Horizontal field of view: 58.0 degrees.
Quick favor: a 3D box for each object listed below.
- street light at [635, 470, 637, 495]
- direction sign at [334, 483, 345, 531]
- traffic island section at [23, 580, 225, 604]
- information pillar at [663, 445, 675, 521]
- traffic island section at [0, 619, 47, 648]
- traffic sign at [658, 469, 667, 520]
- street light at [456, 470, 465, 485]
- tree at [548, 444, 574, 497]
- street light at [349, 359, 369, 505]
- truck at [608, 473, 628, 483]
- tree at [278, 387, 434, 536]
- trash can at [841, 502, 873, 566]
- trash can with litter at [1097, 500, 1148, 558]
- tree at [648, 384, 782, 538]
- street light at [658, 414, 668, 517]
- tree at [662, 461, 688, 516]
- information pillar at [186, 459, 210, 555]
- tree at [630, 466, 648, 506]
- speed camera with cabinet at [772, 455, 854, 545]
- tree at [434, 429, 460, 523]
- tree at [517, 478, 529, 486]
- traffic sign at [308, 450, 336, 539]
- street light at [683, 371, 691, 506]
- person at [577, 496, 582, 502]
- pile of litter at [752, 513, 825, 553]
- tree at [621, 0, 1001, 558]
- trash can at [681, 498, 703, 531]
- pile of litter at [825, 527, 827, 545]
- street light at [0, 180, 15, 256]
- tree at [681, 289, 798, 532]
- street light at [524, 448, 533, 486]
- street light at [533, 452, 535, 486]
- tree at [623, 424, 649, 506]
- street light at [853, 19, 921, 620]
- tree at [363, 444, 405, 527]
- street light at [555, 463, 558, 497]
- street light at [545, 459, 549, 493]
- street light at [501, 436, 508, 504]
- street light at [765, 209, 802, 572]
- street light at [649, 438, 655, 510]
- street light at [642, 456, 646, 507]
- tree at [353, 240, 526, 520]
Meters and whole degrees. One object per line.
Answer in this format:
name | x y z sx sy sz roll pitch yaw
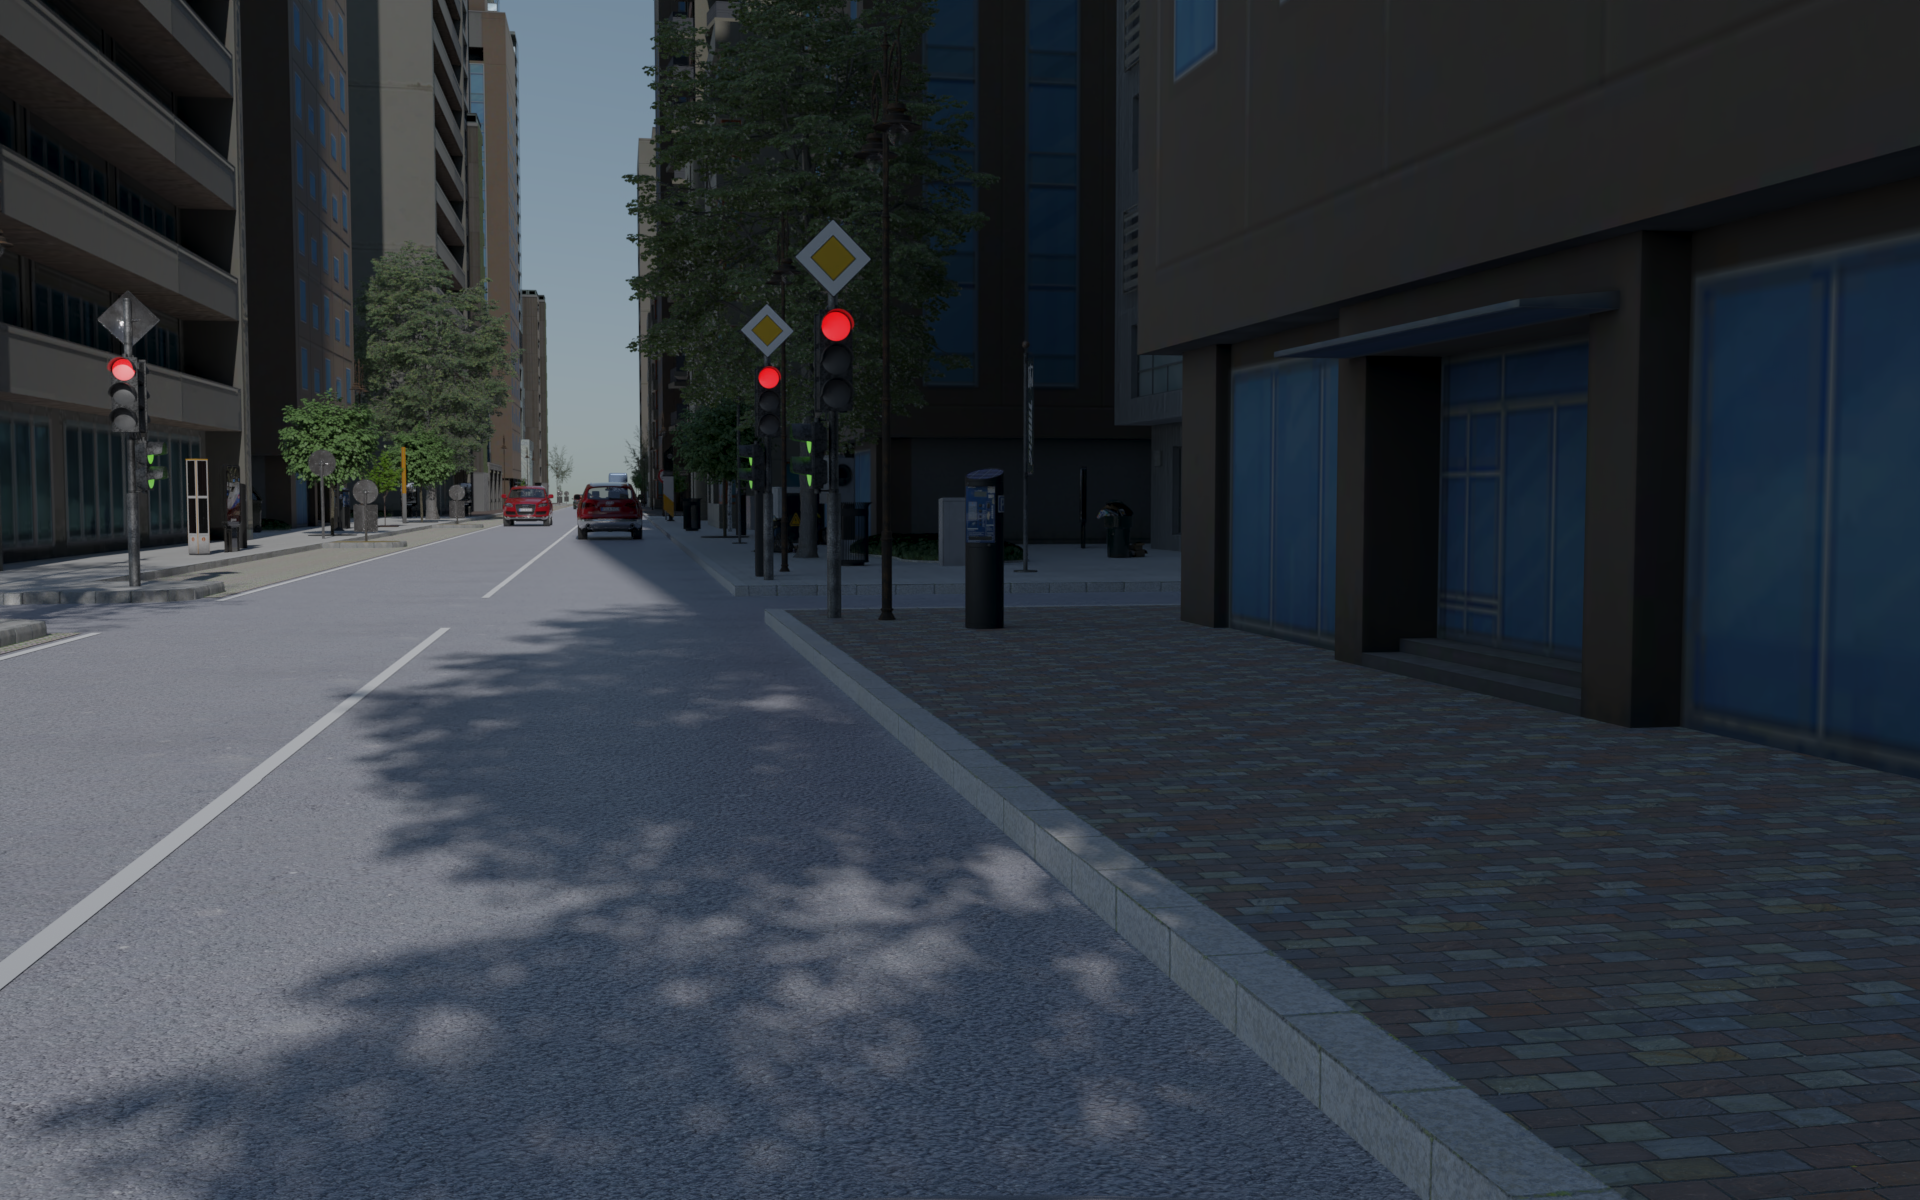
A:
street light | -40.944 -15.162 220.689 0.468 5.910 1.993 -1 4 -11
direction sign | -21.708 -4.185 60.417 0.379 3.537 0.876 0 4 -3
traffic island section | -11.504 -0.112 24.110 2.009 0.180 2.903 -1 4 -11
information pillar | -13.740 -5.528 81.732 0.504 3.616 0.183 0 4 2
traffic island section | -9.958 0.367 16.276 2.009 0.180 2.903 -1 4 -11
traffic sign | -14.498 -5.213 85.338 0.768 2.556 0.104 -1 4 -10
street light | -28.354 -7.716 98.940 0.468 5.910 1.993 -1 4 -11
tree | -58.673 -18.560 253.812 4.360 8.622 3.978 0 3 0
street light | -20.539 -5.294 59.345 0.468 5.910 1.993 -1 4 -11
truck | -42.423 -13.759 214.725 2.967 4.110 18.799 -1 4 -11
tree | -19.370 -4.251 53.215 4.285 4.588 4.351 0 3 0
trash can | -1.937 -1.183 31.003 0.748 1.137 0.748 0 3 0
trash can with litter | 3.306 -1.447 35.043 0.624 1.170 1.055 3 5 41
tree | -6.872 -4.123 51.117 4.285 4.588 4.351 0 3 0
street light | -17.876 -8.035 104.160 0.468 5.910 1.993 -1 4 -11
tree | -16.731 -6.508 101.008 1.663 3.219 1.824 0 3 0
information pillar | -15.985 -1.947 36.333 0.304 2.012 0.304 2 4 27
tree | -34.477 -12.584 189.463 4.285 4.588 4.351 0 3 0
speed camera with cabinet | -3.529 -2.863 41.154 2.038 3.252 0.660 -2 4 -33
tree | -24.293 -5.764 77.962 4.285 4.588 4.351 0 3 0
tree | -44.104 -10.923 173.199 1.663 3.219 1.824 0 3 0
traffic sign | -18.290 -3.032 49.681 0.768 2.556 0.104 0 4 -6
street light | -10.002 -5.576 63.959 0.468 5.910 1.993 -1 4 -11
person | -23.823 -6.248 110.660 1.348 1.822 0.705 -1 4 -10
pile of litter | -3.936 -1.487 38.277 1.176 0.858 1.719 -2 4 -30
tree | -3.097 -7.147 34.976 7.486 12.596 7.792 0 3 0
trash can | -9.316 -2.969 60.188 0.748 1.137 0.748 0 3 0
pile of litter | -3.853 -1.820 43.721 1.719 0.858 1.176 -1 4 -15
street light | -13.542 -3.132 23.996 0.468 5.910 1.993 -1 4 -11
tree | -7.666 -6.644 58.997 4.737 8.622 4.395 0 3 0
street light | -42.134 -11.983 168.712 0.468 5.910 1.993 -1 4 -11
street light | -44.439 -12.705 180.520 0.468 5.910 1.993 -1 4 -11
tree | -32.960 -14.132 181.415 4.360 8.622 3.978 0 3 0
street light | -0.745 -2.735 17.506 0.468 5.910 1.993 -1 4 -11
tree | -22.263 -4.444 67.254 1.663 3.219 1.824 0 3 0
street light | -58.218 -16.968 250.208 0.468 5.910 1.993 -1 4 -11
street light | -51.251 -14.823 215.140 0.468 5.910 1.993 -1 4 -11
street light | -35.277 -9.866 134.101 0.468 5.910 1.993 -1 4 -11
street light | -2.897 -3.405 28.457 0.468 5.910 1.993 -1 4 -11
street light | -24.667 -10.153 138.789 0.468 5.910 1.993 -1 4 -11
street light | -31.631 -12.273 173.457 0.468 5.910 1.993 -1 4 -11
tree | -26.630 -11.029 86.973 9.857 13.997 8.962 0 3 0
